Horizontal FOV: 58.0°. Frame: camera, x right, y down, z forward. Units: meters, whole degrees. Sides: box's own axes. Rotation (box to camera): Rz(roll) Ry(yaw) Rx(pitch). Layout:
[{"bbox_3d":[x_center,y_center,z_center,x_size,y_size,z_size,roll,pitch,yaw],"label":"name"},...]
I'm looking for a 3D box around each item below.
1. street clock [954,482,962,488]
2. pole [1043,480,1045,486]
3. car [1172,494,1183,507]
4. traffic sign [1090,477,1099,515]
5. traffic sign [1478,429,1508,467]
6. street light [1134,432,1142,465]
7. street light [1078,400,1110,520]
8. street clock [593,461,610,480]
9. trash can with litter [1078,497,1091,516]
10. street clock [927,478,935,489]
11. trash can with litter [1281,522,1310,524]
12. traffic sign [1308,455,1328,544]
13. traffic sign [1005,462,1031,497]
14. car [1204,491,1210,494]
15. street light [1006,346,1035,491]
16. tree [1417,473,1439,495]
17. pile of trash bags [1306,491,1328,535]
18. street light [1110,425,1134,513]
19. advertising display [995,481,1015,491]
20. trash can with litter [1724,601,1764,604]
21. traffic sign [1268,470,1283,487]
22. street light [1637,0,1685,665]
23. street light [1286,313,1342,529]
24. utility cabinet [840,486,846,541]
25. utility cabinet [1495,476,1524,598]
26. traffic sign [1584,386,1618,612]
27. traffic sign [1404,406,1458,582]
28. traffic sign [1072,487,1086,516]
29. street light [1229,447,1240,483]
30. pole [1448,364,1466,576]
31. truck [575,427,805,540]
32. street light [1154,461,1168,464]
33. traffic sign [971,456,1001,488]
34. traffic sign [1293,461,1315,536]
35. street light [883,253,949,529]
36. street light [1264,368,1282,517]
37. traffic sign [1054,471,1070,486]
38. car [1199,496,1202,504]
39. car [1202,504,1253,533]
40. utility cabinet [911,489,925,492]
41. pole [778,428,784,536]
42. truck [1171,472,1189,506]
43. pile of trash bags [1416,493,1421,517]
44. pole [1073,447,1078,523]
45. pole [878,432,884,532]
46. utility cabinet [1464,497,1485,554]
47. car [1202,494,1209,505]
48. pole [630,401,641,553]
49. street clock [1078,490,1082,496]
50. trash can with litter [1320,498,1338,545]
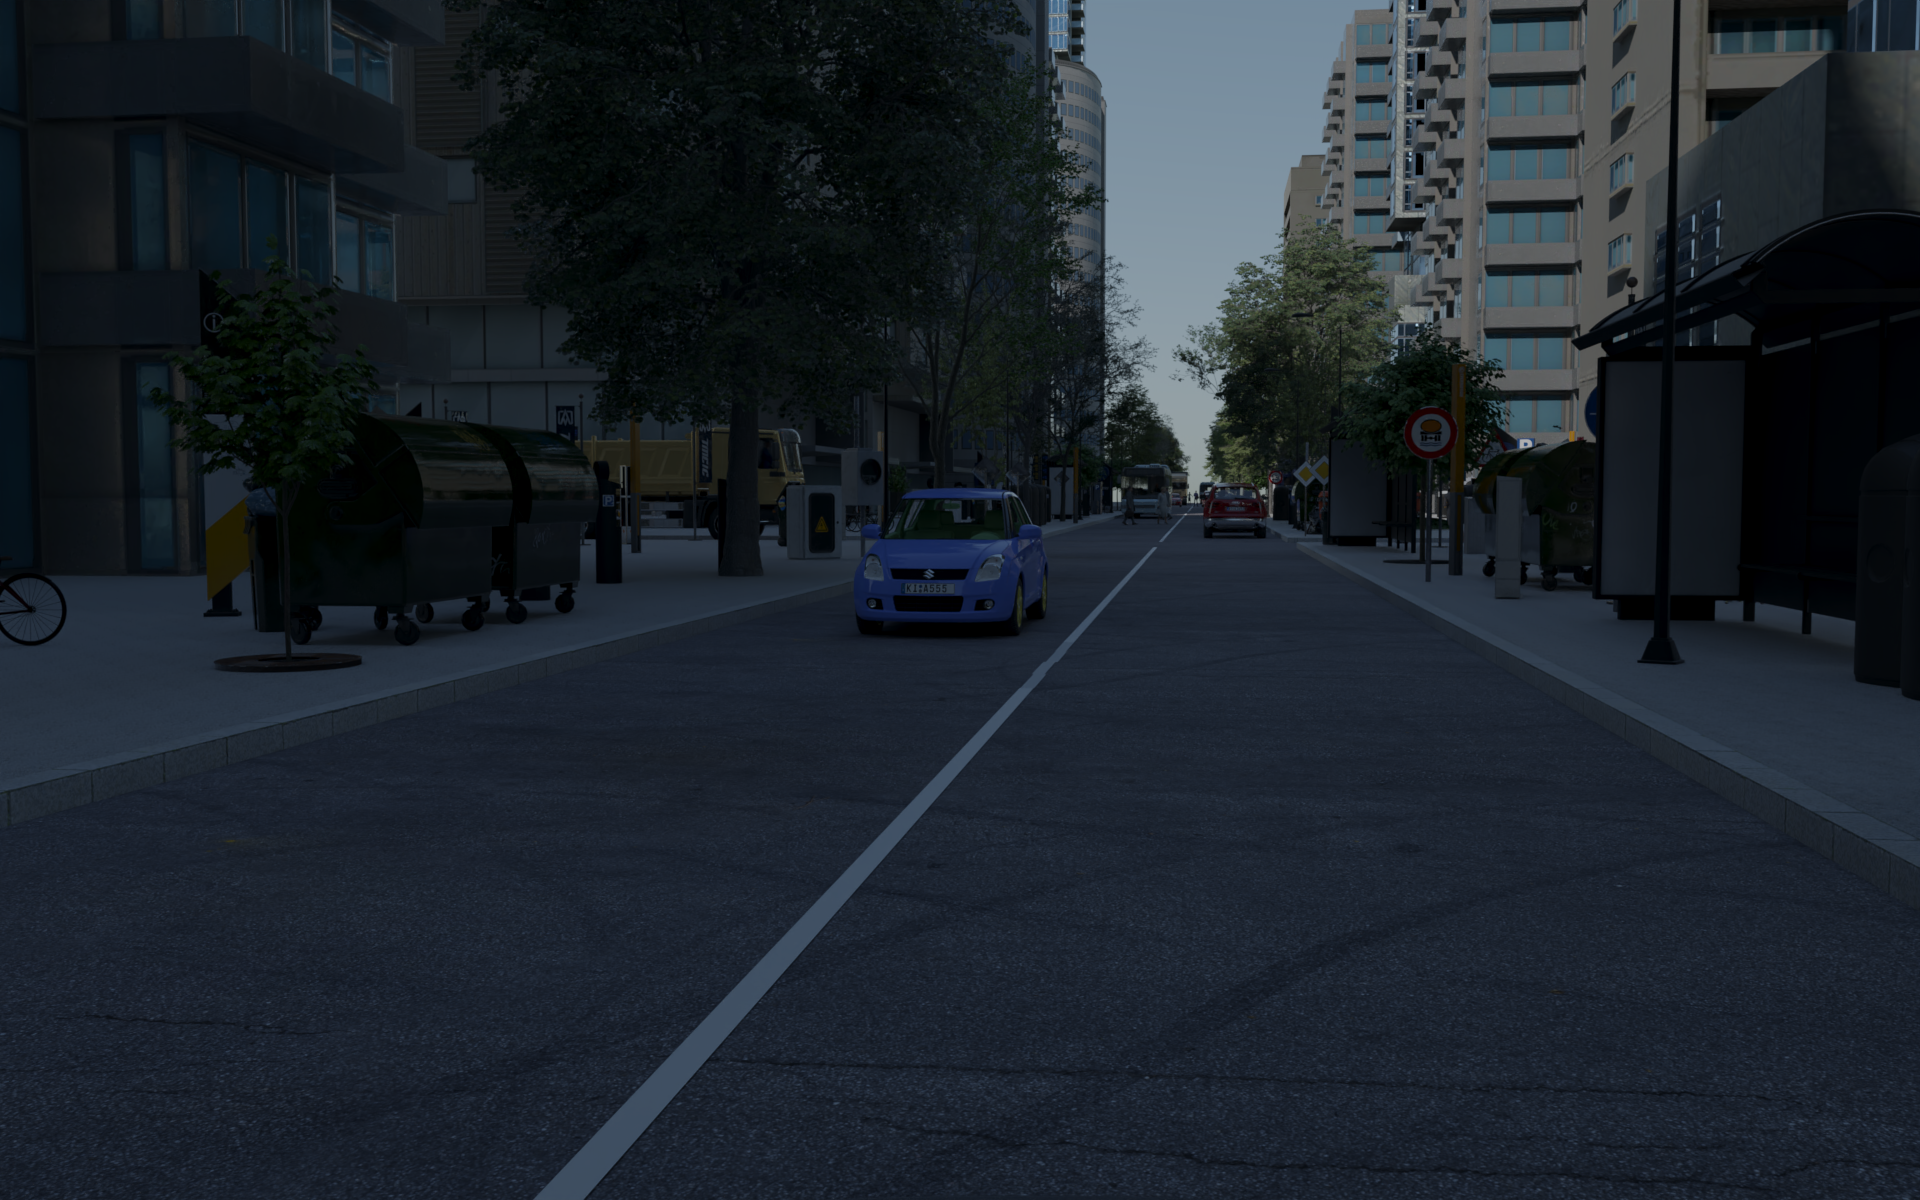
[{"bbox_3d":[-0.101,-5.988,102.480,0.471,2.002,0.358,-3,5,-40],"label":"street clock"},{"bbox_3d":[5.144,-6.877,106.288,0.158,3.312,0.155,0,3,0],"label":"pole"},{"bbox_3d":[23.561,-11.130,191.020,2.155,1.783,4.494,0,4,7],"label":"car"},{"bbox_3d":[8.047,-6.445,105.481,0.768,2.556,0.104,1,4,17],"label":"traffic sign"},{"bbox_3d":[10.642,-2.114,34.573,0.884,2.594,0.081,1,4,13],"label":"traffic sign"},{"bbox_3d":[12.613,-9.583,129.218,1.470,5.913,1.316,0,4,8],"label":"street light"},{"bbox_3d":[6.457,-6.888,85.162,1.470,5.913,1.316,0,4,8],"label":"street light"},{"bbox_3d":[-7.786,-2.021,37.622,0.358,2.002,0.471,-2,4,-31],"label":"street clock"},{"bbox_3d":[7.108,-5.511,101.496,1.055,1.170,0.624,-1,4,-21],"label":"trash can with litter"},{"bbox_3d":[-1.250,-4.397,76.456,0.358,2.002,0.471,2,4,30],"label":"street clock"},{"bbox_3d":[15.057,-3.894,74.717,1.678,1.210,2.233,-3,4,-36],"label":"trash can with litter"},{"bbox_3d":[9.338,-2.497,44.465,0.795,2.450,0.064,0,4,8],"label":"traffic sign"},{"bbox_3d":[1.797,-3.056,53.609,0.795,2.450,0.064,0,4,8],"label":"traffic sign"},{"bbox_3d":[28.571,-11.530,197.181,2.281,1.827,5.304,1,4,8],"label":"car"},{"bbox_3d":[2.018,-4.979,53.944,1.470,5.913,1.316,0,4,8],"label":"street light"},{"bbox_3d":[18.858,-4.641,70.483,1.663,3.219,1.824,0,3,0],"label":"tree"},{"bbox_3d":[11.830,-2.758,54.846,1.912,1.369,3.447,1,4,21],"label":"pile of trash bags"},{"bbox_3d":[10.713,-8.779,116.075,1.470,5.913,1.316,0,4,8],"label":"street light"},{"bbox_3d":[2.236,-4.964,86.375,0.974,1.923,0.123,0,4,-7],"label":"advertising display"},{"bbox_3d":[9.843,-0.559,20.201,1.678,1.210,2.233,-3,5,-42],"label":"trash can with litter"},{"bbox_3d":[16.873,-5.656,92.581,0.768,2.556,0.104,1,4,15],"label":"traffic sign"},{"bbox_3d":[4.799,-2.479,13.081,1.470,5.913,1.316,0,4,8],"label":"street light"},{"bbox_3d":[9.182,-4.397,44.438,1.470,5.913,1.316,0,4,8],"label":"street light"},{"bbox_3d":[-3.710,-2.349,47.085,1.173,1.500,0.318,-1,4,-9],"label":"utility cabinet"},{"bbox_3d":[6.869,-0.793,21.644,0.318,1.500,1.173,1,4,18],"label":"utility cabinet"},{"bbox_3d":[7.151,-1.142,18.776,0.768,2.556,0.104,1,4,16],"label":"traffic sign"},{"bbox_3d":[6.843,-1.537,25.238,0.768,2.556,0.104,1,4,11],"label":"traffic sign"},{"bbox_3d":[6.141,-6.453,99.379,2.265,3.308,0.079,1,4,15],"label":"traffic sign"},{"bbox_3d":[22.679,-10.240,139.969,1.470,5.913,1.316,0,4,8],"label":"street light"},{"bbox_3d":[7.822,-2.043,27.240,0.158,3.312,0.155,0,3,0],"label":"pole"},{"bbox_3d":[-8.652,-3.372,51.056,9.791,3.379,3.469,0,4,7],"label":"truck"},{"bbox_3d":[24.346,-14.651,212.090,1.470,5.913,1.316,0,4,8],"label":"street light"},{"bbox_3d":[0.682,-2.572,45.702,0.795,2.450,0.064,0,4,8],"label":"traffic sign"},{"bbox_3d":[10.453,-2.980,52.373,0.795,2.450,0.064,0,4,8],"label":"traffic sign"},{"bbox_3d":[-0.907,-3.734,33.587,1.470,5.913,1.316,0,4,8],"label":"street light"},{"bbox_3d":[11.925,-5.596,64.037,1.470,5.913,1.316,0,4,8],"label":"street light"},{"bbox_3d":[5.033,-5.179,85.860,0.795,2.450,0.064,1,4,10],"label":"traffic sign"},{"bbox_3d":[34.337,-14.202,241.238,2.155,1.783,4.494,0,4,6],"label":"car"},{"bbox_3d":[10.206,-3.292,65.822,2.014,1.417,4.499,0,4,6],"label":"car"},{"bbox_3d":[-1.683,-4.380,80.296,1.173,1.500,0.318,0,4,7],"label":"utility cabinet"},{"bbox_3d":[-5.531,-3.653,53.572,0.158,3.312,0.155,0,3,0],"label":"pole"},{"bbox_3d":[27.566,-14.082,219.151,2.839,4.237,11.283,0,4,8],"label":"truck"},{"bbox_3d":[21.311,-4.475,82.920,1.912,1.369,3.447,-1,4,-10],"label":"pile of trash bags"},{"bbox_3d":[5.050,-5.002,75.621,0.158,3.312,0.155,0,3,0],"label":"pole"},{"bbox_3d":[-2.583,-3.841,56.645,0.158,3.312,0.155,0,3,0],"label":"pole"},{"bbox_3d":[11.349,-1.587,37.108,1.020,1.237,0.306,0,4,0],"label":"utility cabinet"},{"bbox_3d":[27.142,-10.907,187.363,2.155,1.783,4.494,0,4,7],"label":"car"},{"bbox_3d":[-7.038,-2.673,37.555,0.158,3.312,0.155,0,3,0],"label":"pole"},{"bbox_3d":[7.589,-6.473,110.407,0.358,2.002,0.471,1,4,9],"label":"street clock"},{"bbox_3d":[9.569,-1.960,43.427,1.055,1.170,0.624,0,4,7],"label":"trash can with litter"}]
